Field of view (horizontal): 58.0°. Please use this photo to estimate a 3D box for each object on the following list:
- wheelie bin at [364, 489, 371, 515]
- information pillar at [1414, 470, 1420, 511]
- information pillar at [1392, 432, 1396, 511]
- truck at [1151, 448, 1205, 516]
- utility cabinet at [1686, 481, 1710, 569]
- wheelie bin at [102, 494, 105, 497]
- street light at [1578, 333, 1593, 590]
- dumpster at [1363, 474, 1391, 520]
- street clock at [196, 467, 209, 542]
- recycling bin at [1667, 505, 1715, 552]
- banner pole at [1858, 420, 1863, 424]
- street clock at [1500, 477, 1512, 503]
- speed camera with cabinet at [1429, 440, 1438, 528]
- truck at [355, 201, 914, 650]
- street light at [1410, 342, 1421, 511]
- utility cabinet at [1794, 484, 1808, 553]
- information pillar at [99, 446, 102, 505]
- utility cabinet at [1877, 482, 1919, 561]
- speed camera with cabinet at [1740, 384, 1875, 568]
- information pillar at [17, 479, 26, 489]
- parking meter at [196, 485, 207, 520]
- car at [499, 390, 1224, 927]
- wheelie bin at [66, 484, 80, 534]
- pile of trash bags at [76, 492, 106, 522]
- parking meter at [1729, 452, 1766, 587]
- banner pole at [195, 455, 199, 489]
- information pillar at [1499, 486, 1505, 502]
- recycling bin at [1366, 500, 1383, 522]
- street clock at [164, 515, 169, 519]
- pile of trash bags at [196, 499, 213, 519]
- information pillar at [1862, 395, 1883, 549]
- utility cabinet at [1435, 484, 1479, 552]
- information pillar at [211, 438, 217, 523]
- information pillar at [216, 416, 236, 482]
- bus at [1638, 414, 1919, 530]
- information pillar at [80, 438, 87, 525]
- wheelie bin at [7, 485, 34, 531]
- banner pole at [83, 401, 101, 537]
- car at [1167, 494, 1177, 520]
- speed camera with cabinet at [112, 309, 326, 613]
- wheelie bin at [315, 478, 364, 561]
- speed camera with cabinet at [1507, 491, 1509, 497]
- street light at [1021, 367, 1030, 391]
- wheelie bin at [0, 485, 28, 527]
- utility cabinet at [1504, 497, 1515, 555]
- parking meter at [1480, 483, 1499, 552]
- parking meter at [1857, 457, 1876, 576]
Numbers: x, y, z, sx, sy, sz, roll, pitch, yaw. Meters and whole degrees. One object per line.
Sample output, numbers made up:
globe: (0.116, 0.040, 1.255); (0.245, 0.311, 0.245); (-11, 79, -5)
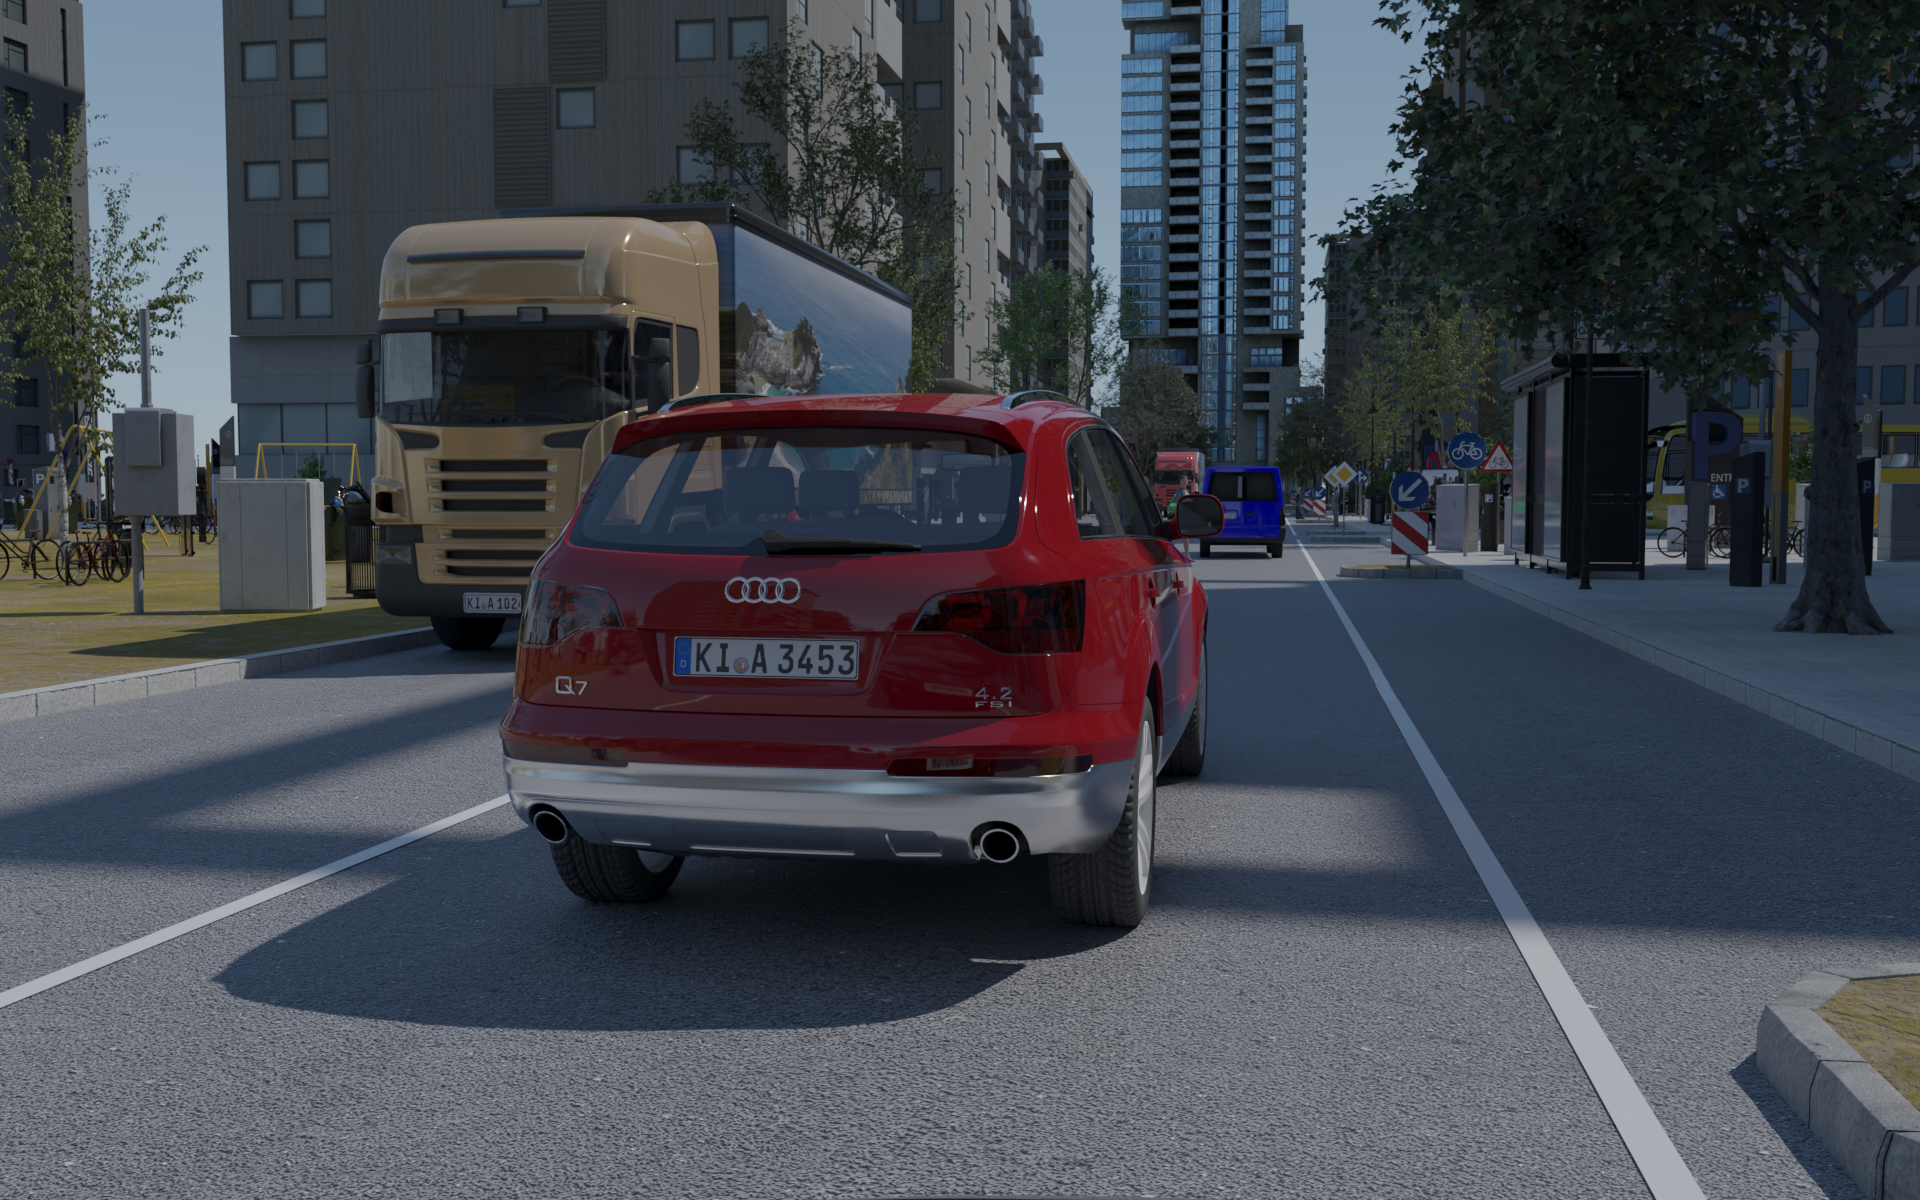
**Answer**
wheelie bin: (-13.574, -1.905, 39.051); (0.693, 1.594, 0.980); (-1, 4, -18)
information pillar: (14.127, -2.982, 53.243); (0.304, 2.012, 0.304); (-2, 4, -27)
information pillar: (16.445, -4.542, 65.619); (0.183, 3.616, 0.504); (1, 4, 15)
truck: (13.771, -7.314, 108.504); (2.839, 4.237, 11.283); (1, 4, 11)
utility cabinet: (12.703, -1.290, 29.772); (0.318, 1.500, 1.173); (2, 4, 26)
wheelie bin: (-54.003, -6.139, 108.284); (0.980, 1.594, 0.693); (-1, 4, -21)
street light: (8.422, -3.081, 23.157); (0.468, 5.910, 1.993); (1, 4, 10)
dumpster: (20.574, -5.035, 84.821); (1.502, 2.255, 1.985); (1, 4, 10)
street clock: (-20.110, -2.530, 45.937); (0.358, 2.002, 0.471); (-1, 4, -23)
recycling bin: (16.367, -1.605, 38.795); (0.722, 1.027, 0.722); (-2, 4, -29)
banner pole: (30.310, -4.196, 58.624); (0.401, 3.779, 0.863); (0, 4, 2)
street clock: (22.701, -4.128, 72.059); (0.471, 2.002, 0.358); (-1, 4, -22)
speed camera with cabinet: (17.342, -4.285, 64.395); (0.660, 3.252, 2.038); (0, 4, 1)
truck: (-2.922, -1.846, 19.095); (2.839, 4.237, 11.283); (1, 4, 11)
street light: (13.547, -4.832, 51.796); (0.468, 5.910, 1.993); (1, 4, 10)
utility cabinet: (18.589, -1.752, 37.320); (1.173, 1.500, 0.318); (-1, 4, -17)
information pillar: (-42.424, -5.751, 85.377); (0.183, 3.616, 0.504); (-3, 4, -38)
utility cabinet: (18.106, -1.495, 33.114); (1.173, 1.500, 0.318); (-1, 4, -23)
speed camera with cabinet: (14.465, -2.156, 29.592); (2.038, 3.252, 0.660); (3, 4, 37)
information pillar: (-45.444, -4.857, 83.903); (0.304, 2.012, 0.304); (-1, 4, -13)
parking meter: (-35.554, -4.623, 81.294); (0.255, 1.863, 0.399); (0, 4, 0)
car: (-0.055, 0.076, 7.423); (2.281, 1.827, 5.304); (1, 4, 11)
wheelie bin: (-28.815, -2.927, 55.766); (0.980, 1.594, 0.693); (2, 4, 27)
pile of trash bags: (-40.386, -4.328, 80.513); (1.912, 1.369, 3.447); (0, 4, -2)
parking meter: (10.905, -1.119, 24.015); (0.255, 1.863, 0.399); (-2, 4, -33)
banner pole: (-48.852, -7.376, 110.610); (0.863, 3.779, 0.401); (-3, 5, -42)
information pillar: (28.297, -5.264, 90.553); (0.304, 2.012, 0.304); (0, 4, 5)
recycling bin: (19.099, -4.105, 79.678); (0.722, 1.027, 0.722); (1, 4, 9)
street clock: (-40.925, -5.179, 89.252); (0.471, 2.002, 0.358); (1, 4, 22)
pile of trash bags: (-37.968, -4.774, 87.804); (3.447, 1.369, 1.912); (-3, 5, -41)
information pillar: (21.384, -3.017, 40.679); (0.183, 3.616, 0.504); (-1, 4, -21)
utility cabinet: (11.012, -1.818, 38.402); (0.318, 1.500, 1.173); (-1, 4, -19)
information pillar: (-31.028, -4.954, 72.360); (0.183, 3.616, 0.504); (2, 4, 31)
information pillar: (-21.888, -3.698, 51.823); (0.504, 3.616, 0.183); (1, 4, 14)
bus: (27.192, -3.807, 53.785); (12.252, 3.916, 2.896); (1, 4, 9)
information pillar: (-36.215, -4.904, 71.528); (0.183, 3.616, 0.504); (-3, 4, -38)
wheelie bin: (-32.875, -3.237, 60.837); (0.693, 1.594, 0.980); (-3, 4, -38)
banner pole: (-23.176, -3.443, 46.309); (0.401, 3.779, 0.863); (0, 4, 3)
car: (12.450, -5.303, 95.505); (1.959, 1.807, 4.718); (1, 4, 12)
speed camera with cabinet: (-8.040, -1.498, 18.828); (2.038, 3.252, 0.660); (0, 4, -5)
wheelie bin: (-12.206, -1.561, 33.430); (0.980, 1.594, 0.693); (1, 4, 20)
speed camera with cabinet: (34.423, -7.019, 109.099); (2.038, 3.252, 0.660); (3, 4, 36)
street light: (2.411, -5.523, 63.092); (0.468, 5.910, 1.993); (1, 4, 10)
wheelie bin: (-39.711, -3.948, 72.454); (0.980, 1.594, 0.693); (-2, 4, -25)
utility cabinet: (11.944, -1.554, 36.570); (1.020, 1.237, 0.306); (-2, 4, -33)
parking meter: (11.831, -1.853, 38.701); (0.372, 1.533, 0.369); (0, 3, 0)
parking meter: (14.122, -1.315, 27.218); (0.399, 1.863, 0.255); (-1, 4, -20)
